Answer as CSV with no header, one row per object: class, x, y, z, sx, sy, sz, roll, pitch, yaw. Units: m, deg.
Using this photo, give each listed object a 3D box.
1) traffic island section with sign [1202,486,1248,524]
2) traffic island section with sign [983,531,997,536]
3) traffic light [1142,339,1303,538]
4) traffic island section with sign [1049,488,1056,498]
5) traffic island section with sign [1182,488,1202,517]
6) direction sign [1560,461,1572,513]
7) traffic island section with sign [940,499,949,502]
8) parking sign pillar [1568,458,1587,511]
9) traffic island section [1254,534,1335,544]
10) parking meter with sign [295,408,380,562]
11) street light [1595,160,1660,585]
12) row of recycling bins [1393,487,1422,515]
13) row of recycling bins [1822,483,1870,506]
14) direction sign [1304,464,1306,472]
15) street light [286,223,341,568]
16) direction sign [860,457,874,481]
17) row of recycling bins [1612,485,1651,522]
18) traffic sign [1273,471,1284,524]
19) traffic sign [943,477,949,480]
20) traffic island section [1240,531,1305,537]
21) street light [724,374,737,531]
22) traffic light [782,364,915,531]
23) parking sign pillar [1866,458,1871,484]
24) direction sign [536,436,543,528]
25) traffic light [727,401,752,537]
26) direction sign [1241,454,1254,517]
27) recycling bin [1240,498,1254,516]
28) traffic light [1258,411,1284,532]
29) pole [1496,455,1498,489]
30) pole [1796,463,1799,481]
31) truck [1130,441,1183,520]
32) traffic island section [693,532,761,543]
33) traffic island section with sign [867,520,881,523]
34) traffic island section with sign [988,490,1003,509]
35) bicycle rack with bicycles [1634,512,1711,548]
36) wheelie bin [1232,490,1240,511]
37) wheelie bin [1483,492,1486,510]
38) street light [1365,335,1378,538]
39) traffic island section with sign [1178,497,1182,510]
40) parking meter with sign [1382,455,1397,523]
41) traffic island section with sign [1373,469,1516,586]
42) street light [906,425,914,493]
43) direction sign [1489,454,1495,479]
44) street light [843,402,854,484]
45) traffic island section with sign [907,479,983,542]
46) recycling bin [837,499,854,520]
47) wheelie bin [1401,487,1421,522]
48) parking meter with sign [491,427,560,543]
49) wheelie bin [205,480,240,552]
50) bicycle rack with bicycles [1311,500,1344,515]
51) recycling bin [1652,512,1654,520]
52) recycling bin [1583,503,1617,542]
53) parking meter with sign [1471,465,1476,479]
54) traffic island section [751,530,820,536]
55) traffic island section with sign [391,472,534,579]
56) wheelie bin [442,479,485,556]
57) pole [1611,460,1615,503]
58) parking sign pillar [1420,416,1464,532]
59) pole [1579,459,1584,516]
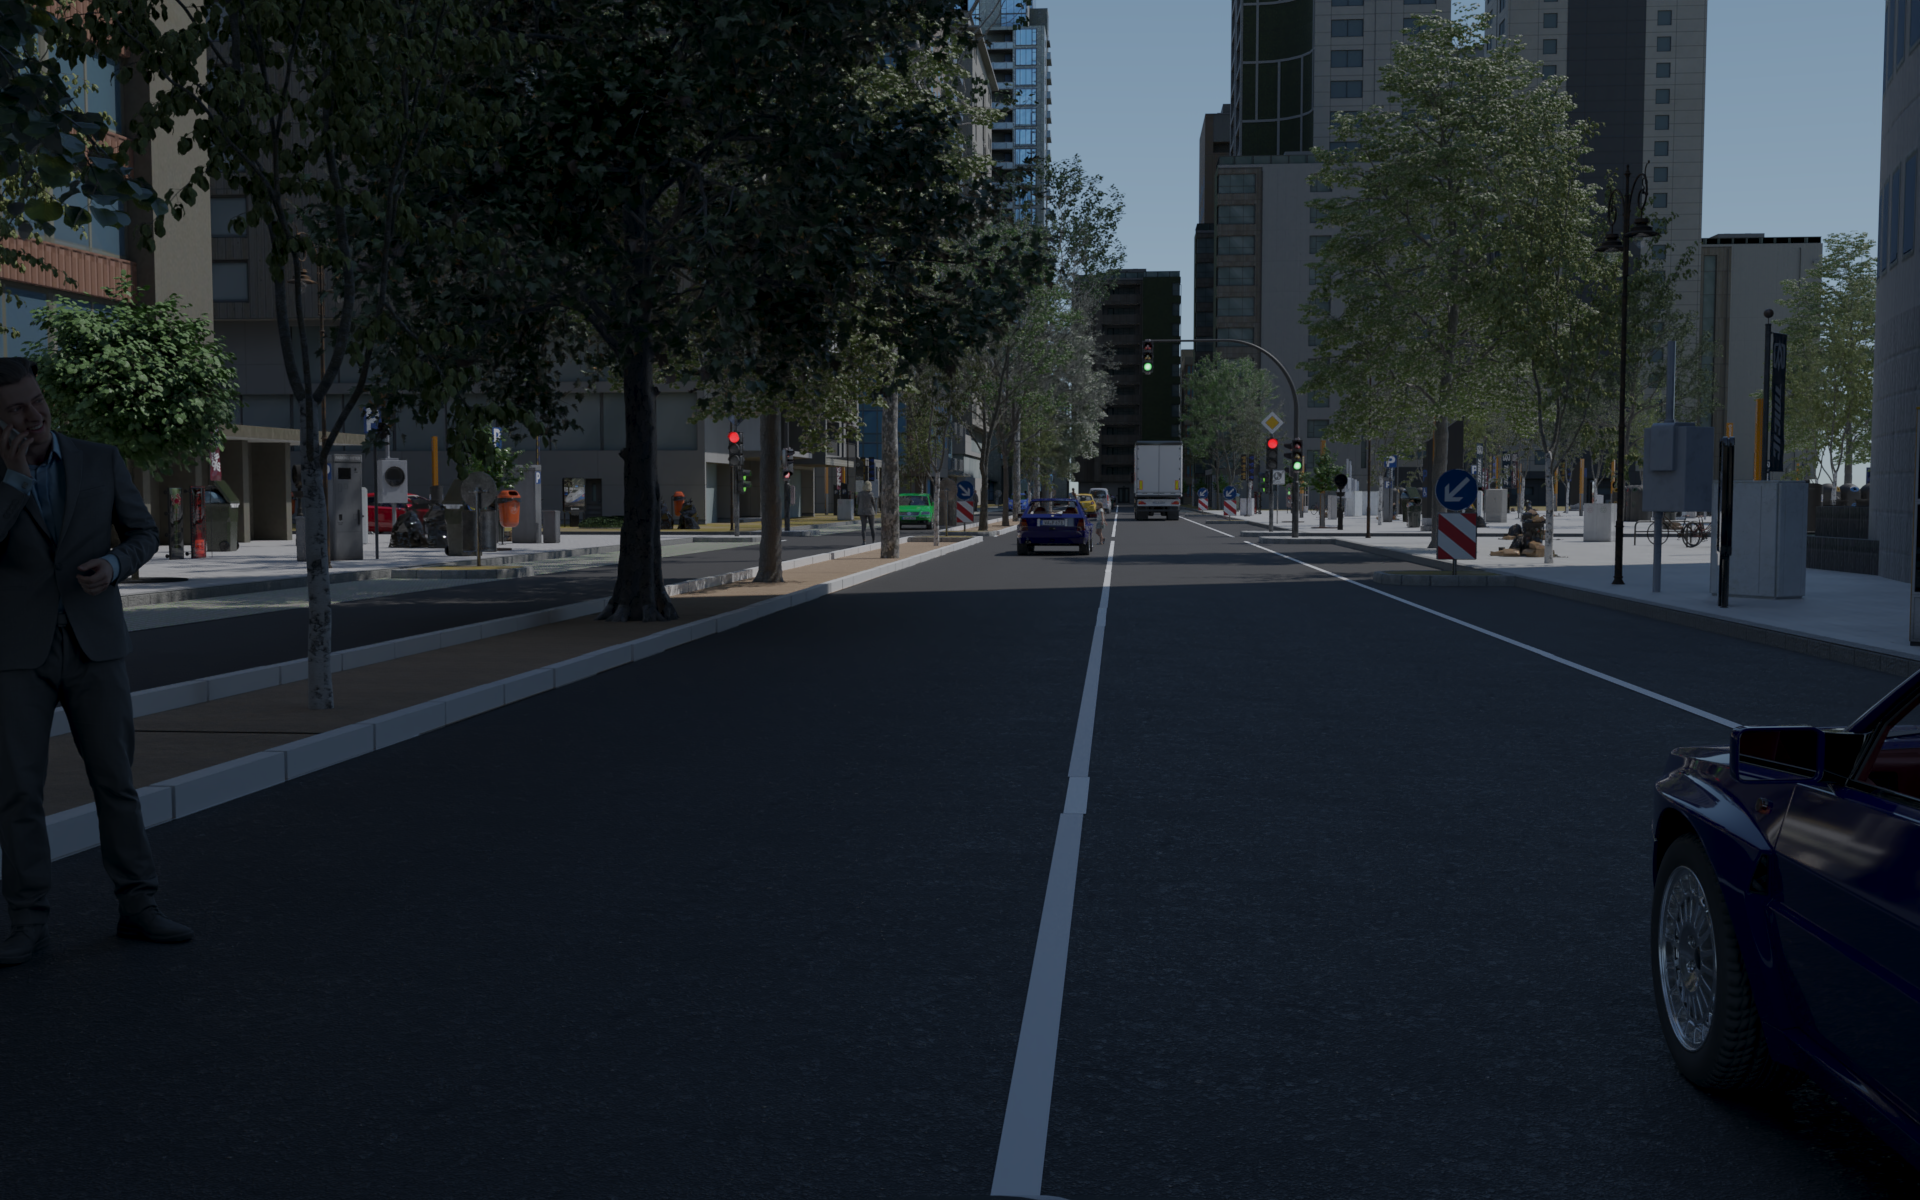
traffic island section with sign,12.883,-4.589,83.662,1.989,1.847,2.006,0,4,5
traffic island section with sign,0.220,-3.137,59.434,2.006,1.907,1.989,0,4,5
traffic light,7.723,-4.657,50.812,4.771,5.953,1.251,0,4,5
traffic island section with sign,7.098,-7.714,134.258,2.006,1.907,1.989,0,4,5
traffic island section with sign,15.361,-6.231,110.503,1.989,1.847,2.006,0,4,5
direction sign,40.998,-7.657,117.186,0.379,3.537,0.876,-3,4,-37
traffic island section with sign,-0.979,-6.304,111.692,1.989,1.847,2.006,0,4,5
parking sign pillar,46.478,-8.664,130.135,1.447,3.967,1.447,-1,4,-21
traffic island section,9.853,-1.749,50.872,2.009,0.180,2.903,0,4,5
parking meter with sign,-11.984,-2.276,33.466,0.543,3.016,1.738,2,4,34
street light,9.357,-3.159,24.443,0.468,5.910,1.993,0,4,5
row of recycling bins,28.000,-6.219,108.795,3.534,1.692,1.069,-3,4,-36
row of recycling bins,34.448,-3.624,66.366,3.534,1.692,1.069,0,4,-7
direction sign,25.667,-8.370,128.850,0.379,3.537,0.876,0,4,3
street light,-10.934,-3.484,29.744,0.468,5.910,1.993,0,4,5
direction sign,-5.672,-6.965,105.880,0.876,3.537,0.379,0,4,5
row of recycling bins,31.517,-4.532,81.209,1.069,1.692,3.534,0,4,3
traffic sign,13.665,-4.430,74.556,0.606,2.300,0.079,1,4,15
traffic sign,-1.044,-8.111,132.719,0.768,2.556,0.104,1,4,12
traffic island section,10.585,-2.235,58.824,2.009,0.180,2.903,0,4,5
street light,-8.006,-5.373,60.644,0.468,5.910,1.993,0,4,5
traffic light,-3.906,-5.223,60.058,4.771,5.953,1.251,0,4,5
parking sign pillar,65.744,-8.333,124.714,1.447,3.967,1.447,0,4,3
direction sign,-15.722,-4.439,64.579,0.379,3.537,0.876,0,4,-7
traffic light,-6.729,-3.874,52.263,0.839,4.253,0.868,0,4,5
direction sign,16.374,-6.526,98.700,0.876,3.537,0.379,3,5,42
recycling bin,17.014,-5.510,102.640,0.722,1.027,0.722,1,4,19
traffic light,10.546,-4.269,58.713,0.839,4.253,0.868,0,4,5
pole,28.256,-5.942,90.995,0.158,3.312,0.155,0,3,0
pole,55.787,-7.433,115.376,0.158,3.312,0.155,0,3,0
truck,11.026,-6.628,97.278,2.839,4.237,11.283,0,4,5
traffic island section,-6.768,-1.842,52.401,2.009,0.180,2.903,0,4,5
traffic island section with sign,-3.450,-4.662,84.850,1.989,1.847,2.006,0,4,5
traffic island section with sign,3.627,-9.359,161.655,1.989,1.847,2.006,0,4,5
bicycle rack with bicycles,18.165,-1.787,42.604,2.925,0.926,2.852,-1,4,-19
wheelie bin,20.811,-7.551,131.359,0.980,1.594,0.693,3,5,40
wheelie bin,35.663,-6.673,117.006,0.693,1.594,0.980,0,4,3
street light,11.875,-4.735,50.207,0.468,5.910,1.993,0,4,5
traffic island section with sign,19.929,-9.267,160.150,1.989,1.847,2.006,0,4,5
parking meter with sign,19.483,-5.049,78.819,0.543,3.016,1.738,1,4,8
traffic island section with sign,7.754,-1.182,27.961,1.989,1.847,2.006,0,4,5
street light,-3.210,-8.587,113.185,0.468,5.910,1.993,0,4,5
direction sign,30.409,-6.549,99.067,0.379,3.537,0.876,3,4,38
street light,-5.644,-6.995,87.160,0.468,5.910,1.993,0,4,5
traffic island section with sign,-0.469,-2.686,52.058,2.006,1.907,1.989,0,4,5
recycling bin,-5.630,-4.437,85.106,0.722,1.027,0.722,0,4,5
wheelie bin,20.581,-4.362,79.229,0.980,1.594,0.693,-2,4,-27
parking meter with sign,-11.332,-2.995,45.237,1.738,3.016,0.543,1,4,9
wheelie bin,-16.536,-1.882,38.685,0.693,1.594,0.980,0,4,-4
bicycle rack with bicycles,23.204,-5.663,105.966,2.852,0.926,2.925,-1,4,-22
recycling bin,34.615,-4.450,85.313,0.722,1.027,0.722,-3,4,-37
recycling bin,17.261,-2.087,46.680,0.722,1.027,0.722,2,4,34
parking meter with sign,30.391,-6.600,104.176,1.738,3.016,0.543,-2,4,-32
traffic island section,-6.036,-2.329,60.353,2.009,0.180,2.903,0,4,5
traffic island section with sign,-8.507,-1.307,29.995,1.989,1.847,2.006,0,4,5
wheelie bin,-10.260,-1.709,35.852,0.980,1.594,0.693,2,4,33
pole,38.190,-6.574,101.324,0.158,3.312,0.155,0,3,0
parking sign pillar,16.631,-4.355,59.675,1.447,3.967,1.447,-1,4,-10
pole,36.057,-6.521,100.466,0.158,3.312,0.155,0,3,0
